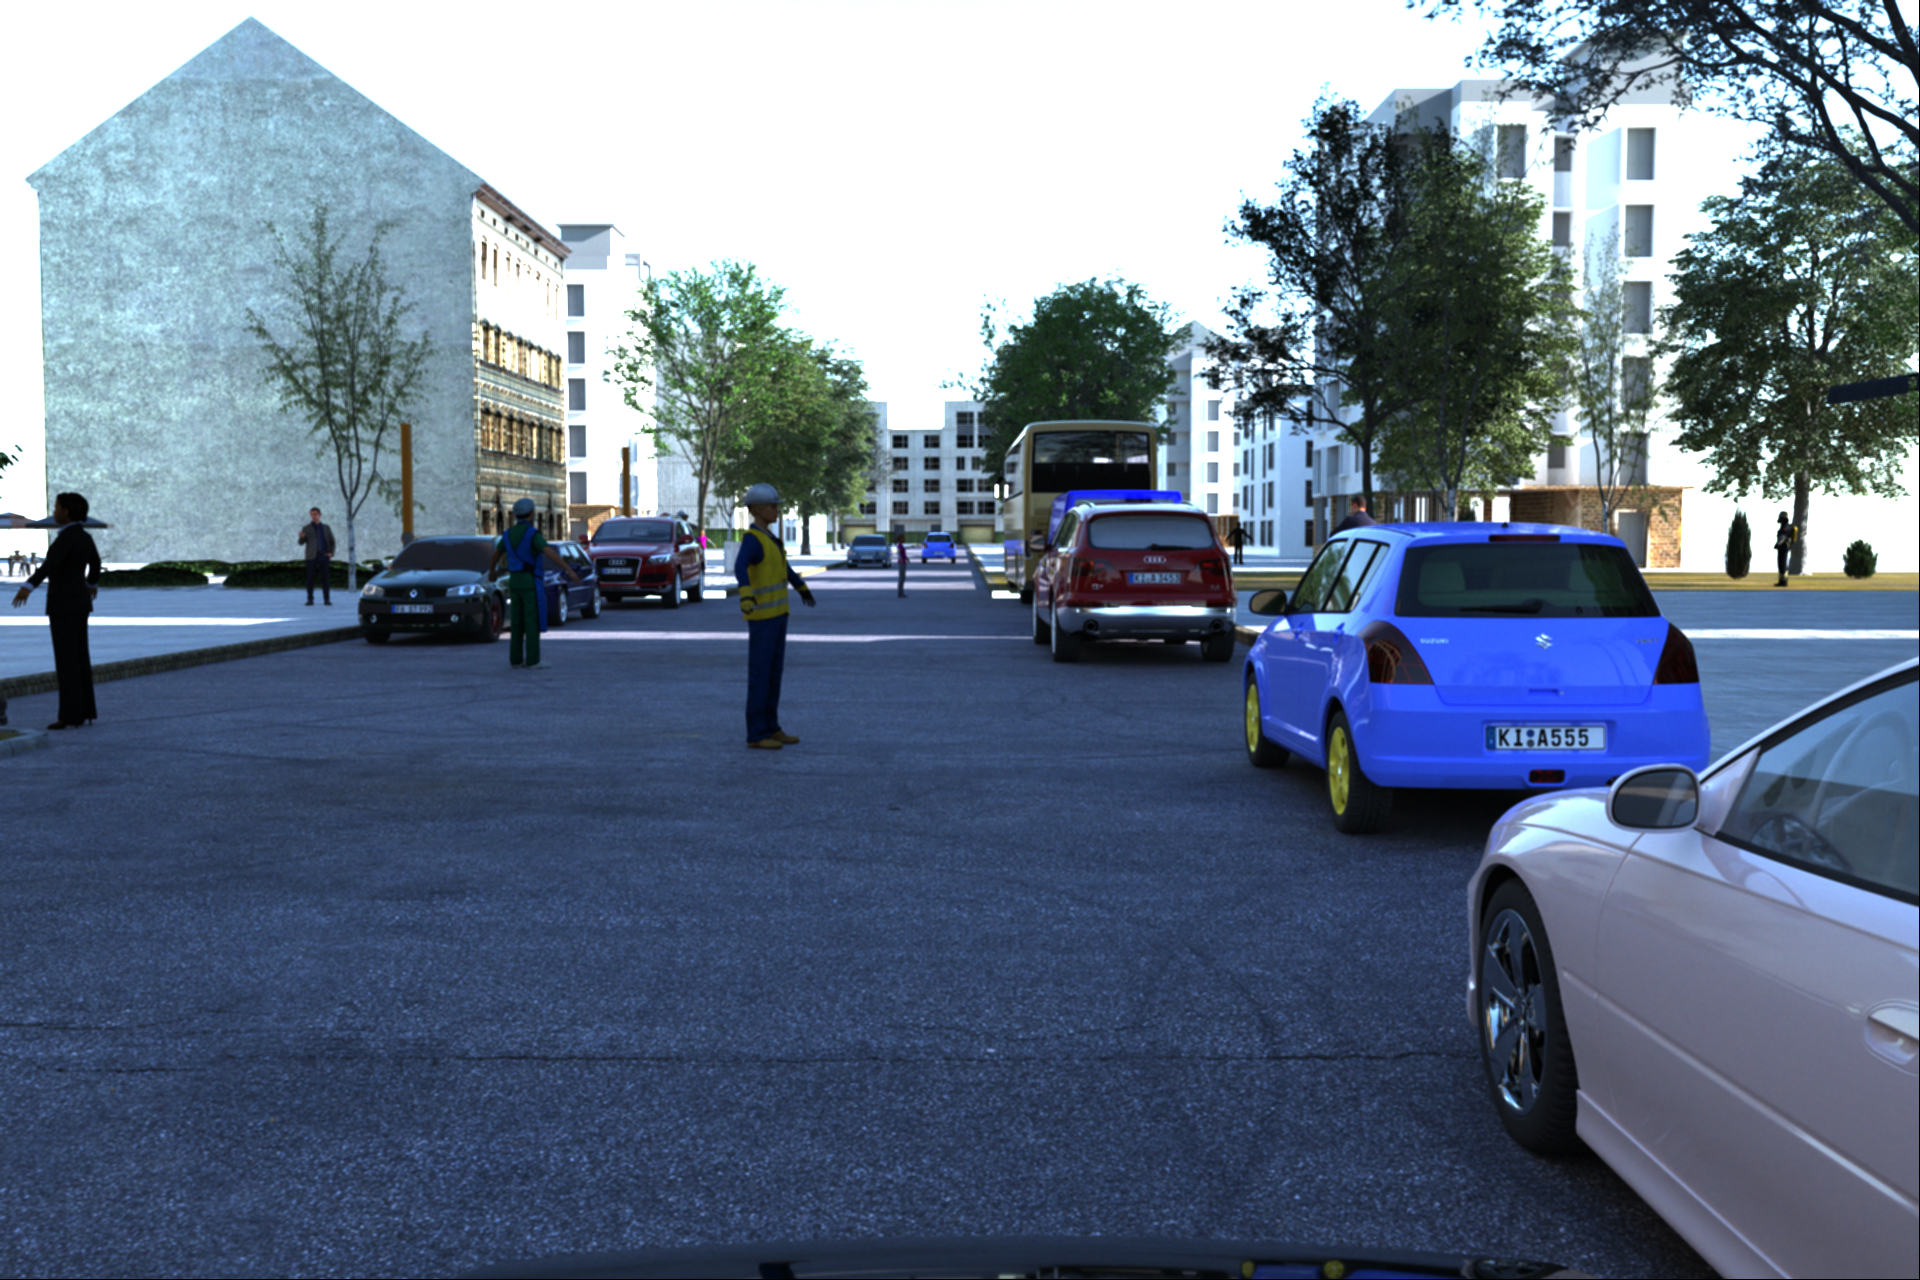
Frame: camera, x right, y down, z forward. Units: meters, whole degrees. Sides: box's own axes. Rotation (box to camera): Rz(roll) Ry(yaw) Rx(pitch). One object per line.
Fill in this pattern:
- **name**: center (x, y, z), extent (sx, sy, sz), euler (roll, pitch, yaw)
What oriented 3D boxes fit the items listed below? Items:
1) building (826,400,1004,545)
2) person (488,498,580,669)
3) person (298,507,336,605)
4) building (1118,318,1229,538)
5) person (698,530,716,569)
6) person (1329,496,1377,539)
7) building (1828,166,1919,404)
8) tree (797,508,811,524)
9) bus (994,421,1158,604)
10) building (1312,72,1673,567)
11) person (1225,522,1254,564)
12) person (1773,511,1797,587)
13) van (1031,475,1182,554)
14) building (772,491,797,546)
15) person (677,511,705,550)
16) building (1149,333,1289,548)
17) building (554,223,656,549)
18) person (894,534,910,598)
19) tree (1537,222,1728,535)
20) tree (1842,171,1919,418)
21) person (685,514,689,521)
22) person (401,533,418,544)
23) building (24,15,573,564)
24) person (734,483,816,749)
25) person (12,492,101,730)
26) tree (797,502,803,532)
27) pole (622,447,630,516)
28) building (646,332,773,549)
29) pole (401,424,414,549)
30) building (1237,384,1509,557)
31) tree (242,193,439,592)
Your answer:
- **building**: center (-1.236, -22.417, 235.427), extent (31.486, 18.905, 16.747), euler (0, 4, 6)
- **person**: center (-4.614, -0.607, 18.507), extent (1.347, 1.817, 0.704), euler (2, 4, 33)
- **person**: center (-11.516, -1.495, 31.015), extent (0.617, 1.759, 0.750), euler (-1, 4, -17)
- **building**: center (23.794, -21.717, 185.997), extent (19.493, 23.208, 18.063), euler (0, 4, 0)
- **person**: center (-9.338, -3.275, 62.810), extent (0.991, 1.433, 0.599), euler (-1, 4, -17)
- **person**: center (4.961, -0.958, 22.160), extent (0.683, 1.767, 0.568), euler (-2, 4, -24)
- **building**: center (25.079, -17.298, 28.942), extent (12.429, 33.558, 17.177), euler (0, 4, 0)
- **tree**: center (-20.406, -17.457, 235.781), extent (4.360, 8.622, 3.978), euler (0, 3, 0)
- **bus**: center (2.386, -2.873, 38.520), extent (2.896, 3.916, 12.252), euler (0, 4, -1)
- **building**: center (21.112, -13.509, 77.299), extent (16.016, 20.090, 11.380), euler (0, 4, 0)
- **person**: center (11.853, -4.122, 73.612), extent (1.346, 1.802, 0.704), euler (2, 4, 33)
- **person**: center (20.111, -2.239, 42.385), extent (0.705, 1.856, 1.354), euler (2, 4, 31)
- **van**: center (2.279, -1.355, 26.543), extent (2.240, 2.365, 5.245), euler (0, 3, 0)
- **building**: center (-23.240, -15.782, 200.179), extent (9.099, 9.664, 28.070), euler (0, 4, 0)
- **person**: center (-6.589, -2.149, 41.103), extent (1.349, 1.833, 0.705), euler (3, 4, 38)
- **building**: center (23.856, -19.233, 170.878), extent (16.016, 20.090, 11.380), euler (0, 4, 0)
- **building**: center (-25.943, -15.303, 106.622), extent (16.016, 20.090, 11.380), euler (0, 4, 0)
- **person**: center (-1.256, -1.675, 39.116), extent (0.599, 1.433, 0.991), euler (0, 4, 8)
- **tree**: center (15.417, -5.568, 41.392), extent (4.360, 8.622, 3.978), euler (0, 3, 0)
- **tree**: center (25.799, -7.138, 42.458), extent (9.928, 11.665, 9.643), euler (0, 3, 0)
- **person**: center (-7.107, -2.351, 44.372), extent (0.705, 1.837, 1.347), euler (-1, 4, -11)
- **person**: center (-22.225, -3.904, 69.957), extent (1.348, 1.813, 0.705), euler (3, 5, 40)
- **building**: center (-30.147, -15.419, 83.037), extent (19.493, 23.208, 18.063), euler (0, 4, -1)
- **person**: center (-1.236, -0.168, 11.675), extent (0.721, 1.772, 1.216), euler (1, 4, 15)
- **person**: center (-6.656, -0.222, 12.811), extent (0.721, 1.740, 1.216), euler (0, 4, -4)
- **tree**: center (-21.242, -17.141, 230.621), extent (4.737, 8.622, 4.395), euler (0, 3, 0)
- **pole**: center (-7.814, -2.860, 40.606), extent (0.158, 3.312, 0.155), euler (0, 3, 0)
- **building**: center (-28.182, -18.418, 167.594), extent (16.747, 18.905, 31.486), euler (0, 4, 0)
- **pole**: center (-10.236, -2.340, 32.109), extent (0.158, 3.312, 0.155), euler (0, 3, 0)
- **building**: center (22.352, -9.473, 97.037), extent (9.099, 9.664, 28.070), euler (0, 4, 0)
- **tree**: center (-13.428, -5.368, 38.135), extent (4.360, 8.622, 3.978), euler (0, 3, 0)
